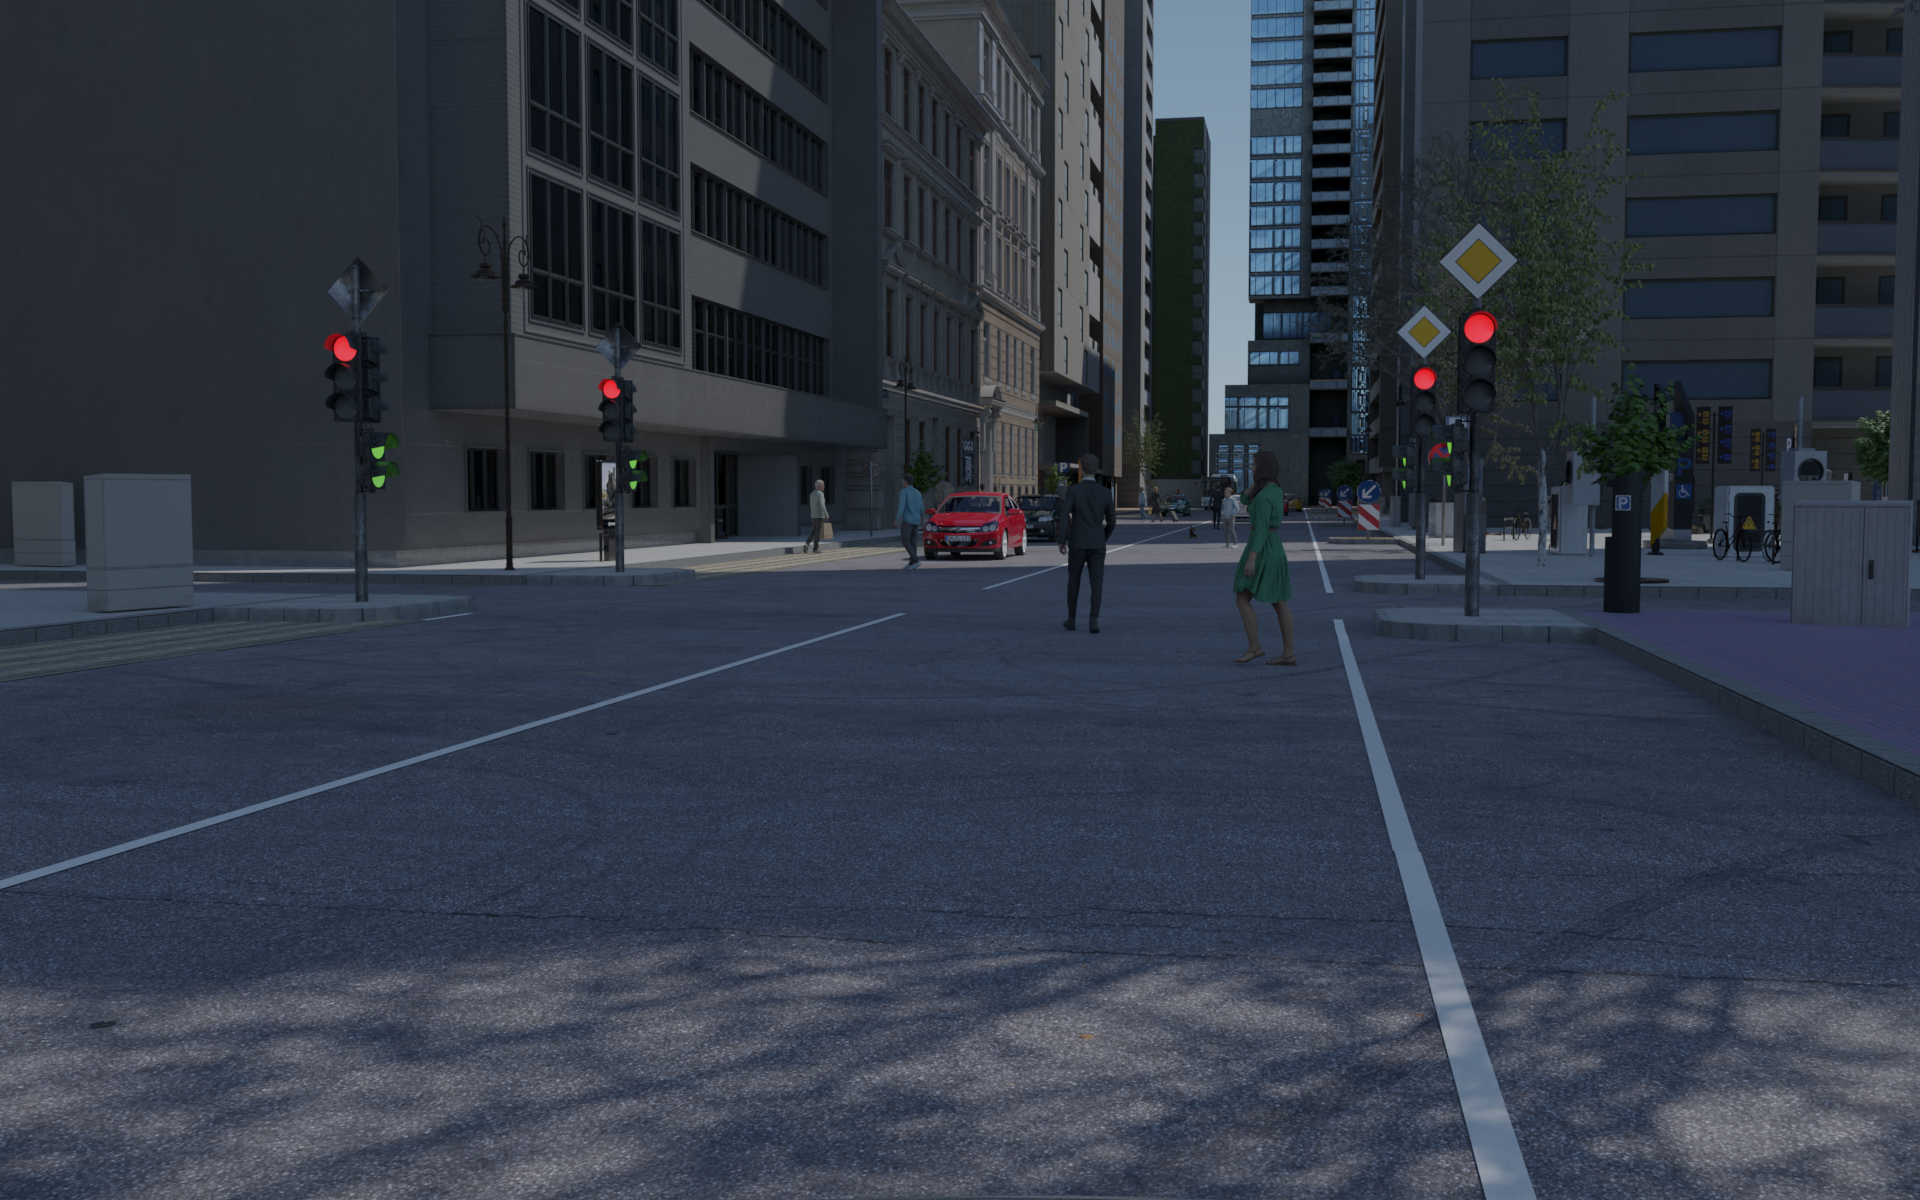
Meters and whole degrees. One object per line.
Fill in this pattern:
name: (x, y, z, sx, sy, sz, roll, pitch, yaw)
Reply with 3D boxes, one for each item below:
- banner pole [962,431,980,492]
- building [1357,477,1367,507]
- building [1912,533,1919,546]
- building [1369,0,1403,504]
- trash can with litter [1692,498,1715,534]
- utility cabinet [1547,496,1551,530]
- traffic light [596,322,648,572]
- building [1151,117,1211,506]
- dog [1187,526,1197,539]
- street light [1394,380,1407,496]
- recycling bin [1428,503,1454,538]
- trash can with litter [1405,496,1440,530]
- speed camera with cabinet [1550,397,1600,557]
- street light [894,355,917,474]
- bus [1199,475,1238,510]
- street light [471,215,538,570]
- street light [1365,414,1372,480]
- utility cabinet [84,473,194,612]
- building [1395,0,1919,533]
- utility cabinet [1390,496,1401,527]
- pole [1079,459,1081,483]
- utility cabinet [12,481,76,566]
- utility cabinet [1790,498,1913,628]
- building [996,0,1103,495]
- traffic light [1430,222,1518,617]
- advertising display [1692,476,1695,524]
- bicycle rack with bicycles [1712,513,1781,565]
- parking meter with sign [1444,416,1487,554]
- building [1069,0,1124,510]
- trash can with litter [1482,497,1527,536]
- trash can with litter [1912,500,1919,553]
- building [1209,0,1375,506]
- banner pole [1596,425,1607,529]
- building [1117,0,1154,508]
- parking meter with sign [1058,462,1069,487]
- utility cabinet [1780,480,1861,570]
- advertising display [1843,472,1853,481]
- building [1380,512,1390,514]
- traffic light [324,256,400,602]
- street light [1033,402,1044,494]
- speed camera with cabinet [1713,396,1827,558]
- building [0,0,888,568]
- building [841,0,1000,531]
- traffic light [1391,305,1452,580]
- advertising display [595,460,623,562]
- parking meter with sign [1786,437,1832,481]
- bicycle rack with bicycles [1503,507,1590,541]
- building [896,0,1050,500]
banner pole: (0.489, -4.818, 68.796, 0.863, 3.779, 0.401, 0, 4, -3)
building: (53.134, -28.476, 157.466, 32.217, 40.220, 23.993, 1, 4, 11)
building: (36.011, -29.951, 31.692, 28.212, 58.520, 21.231, 1, 4, 11)
building: (43.662, -31.326, 135.878, 21.300, 48.544, 21.600, 1, 4, 11)
trash can with litter: (23.800, -2.691, 55.383, 1.055, 1.170, 0.624, -2, 4, -33)
utility cabinet: (21.138, -3.060, 61.191, 1.020, 1.237, 0.306, 1, 4, 20)
traffic light: (-5.575, -2.412, 28.362, 0.839, 4.253, 0.868, 1, 4, 11)
building: (20.395, -31.104, 192.143, 14.086, 41.232, 14.154, 1, 4, 11)
dog: (7.468, -2.201, 56.173, 0.550, 0.427, 0.748, 3, 4, 37)
street light: (17.506, -5.887, 69.042, 0.468, 5.910, 1.993, 1, 4, 11)
recycling bin: (14.259, -2.353, 51.020, 0.722, 1.027, 0.722, 0, 4, -2)
trash can with litter: (16.894, -3.159, 62.711, 2.233, 1.210, 1.678, -2, 4, -26)
speed camera with cabinet: (12.780, -2.547, 35.987, 0.660, 3.252, 2.038, 0, 4, 7)
street light: (-1.812, -5.200, 57.806, 0.468, 5.910, 1.993, 1, 4, 11)
bus: (23.708, -9.975, 157.958, 2.948, 3.499, 13.247, 1, 4, 12)
street light: (-7.588, -3.438, 29.005, 0.468, 5.910, 1.993, 1, 4, 11)
street light: (23.144, -7.672, 98.230, 0.468, 5.910, 1.993, 1, 4, 11)
utility cabinet: (-9.075, -0.641, 19.157, 0.318, 1.500, 1.173, 1, 4, 23)
building: (30.376, -32.668, 76.123, 21.231, 58.520, 28.212, 1, 4, 11)
utility cabinet: (16.952, -3.440, 67.407, 0.306, 1.237, 1.020, 0, 4, 7)
pole: (7.025, -6.583, 101.477, 0.158, 3.312, 0.155, 0, 3, 0)
utility cabinet: (-16.175, -1.340, 30.592, 1.173, 1.500, 0.318, 1, 4, 23)
utility cabinet: (8.734, -0.356, 16.978, 1.020, 1.237, 0.306, 2, 4, 33)
building: (-4.992, -32.343, 118.051, 28.713, 52.752, 27.495, 1, 4, 11)
traffic light: (5.363, -1.785, 18.101, 0.839, 4.253, 0.868, 1, 4, 11)
advertising display: (26.332, -3.519, 62.747, 0.123, 1.923, 0.974, 0, 4, -3)
bicycle rack with bicycles: (15.615, -1.150, 32.177, 2.852, 0.926, 2.925, 0, 4, 6)
parking meter with sign: (11.147, -2.555, 38.041, 0.543, 3.016, 1.738, 0, 4, -2)
building: (5.329, -29.807, 137.463, 14.600, 45.320, 14.200, 1, 4, 11)
trash can with litter: (16.549, -2.620, 53.897, 2.233, 1.210, 1.678, 0, 4, 6)
trash can with litter: (20.999, -1.654, 38.099, 1.678, 1.210, 2.233, -2, 4, -28)
building: (43.968, -53.715, 190.919, 31.000, 86.520, 22.319, 1, 4, 11)
banner pole: (23.271, -4.470, 63.102, 0.863, 3.779, 0.401, -2, 4, -33)
building: (4.261, -38.278, 167.849, 28.212, 58.520, 21.231, 1, 4, 11)
parking meter with sign: (5.551, -5.998, 94.335, 0.543, 3.016, 1.738, 1, 4, 10)
utility cabinet: (14.252, -1.224, 28.698, 0.318, 1.500, 1.173, -2, 4, -34)
advertising display: (25.821, -2.765, 50.419, 0.123, 1.923, 0.974, 1, 4, 20)
building: (43.902, -25.704, 112.134, 32.217, 40.220, 23.993, 1, 4, 11)
traffic light: (-7.114, -1.933, 20.526, 0.839, 4.253, 0.868, 1, 4, 11)
street light: (3.943, -6.986, 87.016, 0.468, 5.910, 1.993, 1, 4, 11)
speed camera with cabinet: (16.367, -2.485, 34.970, 2.038, 3.252, 0.660, 0, 4, -3)
building: (-12.163, -13.820, 45.024, 14.314, 24.678, 30.058, 1, 4, 11)
building: (-5.896, -14.342, 70.650, 11.583, 22.565, 21.152, 1, 4, 11)
traffic light: (6.902, -2.264, 25.936, 0.839, 4.253, 0.868, 1, 4, 11)
advertising display: (-6.710, -1.711, 33.190, 0.123, 1.923, 0.974, 1, 4, 13)
parking meter with sign: (26.141, -3.456, 52.774, 1.738, 3.016, 0.543, 0, 4, 8)
bicycle rack with bicycles: (16.274, -2.114, 47.940, 2.852, 0.926, 2.925, 2, 4, 27)
building: (-3.322, -18.657, 90.947, 13.634, 28.700, 20.117, 1, 4, 11)
